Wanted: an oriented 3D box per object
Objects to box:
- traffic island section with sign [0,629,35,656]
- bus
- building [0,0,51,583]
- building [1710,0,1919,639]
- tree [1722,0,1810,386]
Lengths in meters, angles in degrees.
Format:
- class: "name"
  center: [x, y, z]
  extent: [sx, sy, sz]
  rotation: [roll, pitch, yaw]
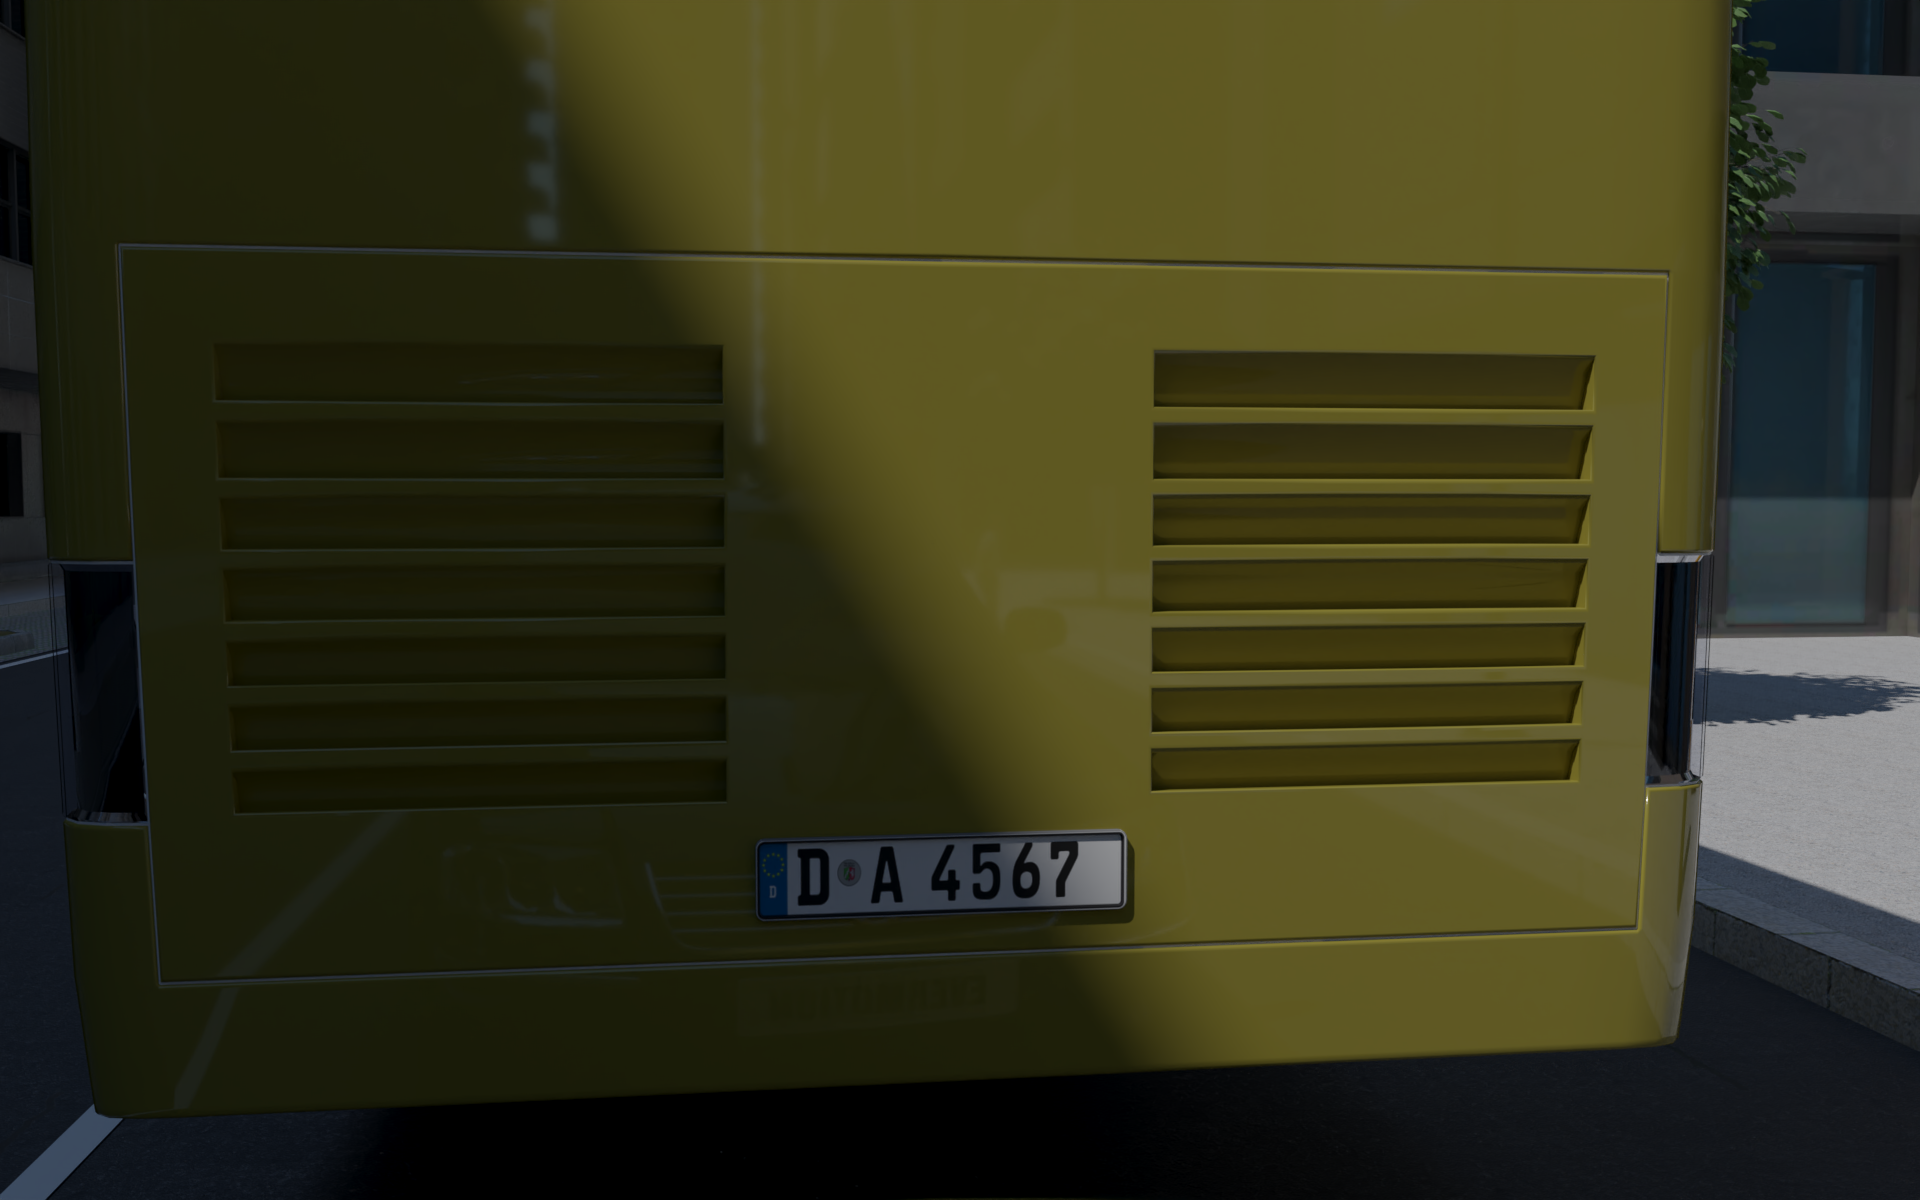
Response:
- class: "traffic island section with sign"
  center: [-9.457, -0.410, 15.334]
  extent: [1.989, 1.847, 2.006]
  rotation: [0, 4, -8]
- class: "bus"
  center: [-0.880, -1.038, 8.524]
  extent: [2.896, 3.916, 12.252]
  rotation: [0, 4, -8]
- class: "building"
  center: [-17.720, -11.882, 13.342]
  extent: [14.314, 24.678, 30.058]
  rotation: [0, 4, -8]
- class: "building"
  center: [11.429, -24.949, 27.530]
  extent: [23.786, 49.044, 30.456]
  rotation: [0, 4, -8]
- class: "tree"
  center: [3.100, -1.598, 9.845]
  extent: [4.285, 4.588, 4.351]
  rotation: [0, 3, 0]
